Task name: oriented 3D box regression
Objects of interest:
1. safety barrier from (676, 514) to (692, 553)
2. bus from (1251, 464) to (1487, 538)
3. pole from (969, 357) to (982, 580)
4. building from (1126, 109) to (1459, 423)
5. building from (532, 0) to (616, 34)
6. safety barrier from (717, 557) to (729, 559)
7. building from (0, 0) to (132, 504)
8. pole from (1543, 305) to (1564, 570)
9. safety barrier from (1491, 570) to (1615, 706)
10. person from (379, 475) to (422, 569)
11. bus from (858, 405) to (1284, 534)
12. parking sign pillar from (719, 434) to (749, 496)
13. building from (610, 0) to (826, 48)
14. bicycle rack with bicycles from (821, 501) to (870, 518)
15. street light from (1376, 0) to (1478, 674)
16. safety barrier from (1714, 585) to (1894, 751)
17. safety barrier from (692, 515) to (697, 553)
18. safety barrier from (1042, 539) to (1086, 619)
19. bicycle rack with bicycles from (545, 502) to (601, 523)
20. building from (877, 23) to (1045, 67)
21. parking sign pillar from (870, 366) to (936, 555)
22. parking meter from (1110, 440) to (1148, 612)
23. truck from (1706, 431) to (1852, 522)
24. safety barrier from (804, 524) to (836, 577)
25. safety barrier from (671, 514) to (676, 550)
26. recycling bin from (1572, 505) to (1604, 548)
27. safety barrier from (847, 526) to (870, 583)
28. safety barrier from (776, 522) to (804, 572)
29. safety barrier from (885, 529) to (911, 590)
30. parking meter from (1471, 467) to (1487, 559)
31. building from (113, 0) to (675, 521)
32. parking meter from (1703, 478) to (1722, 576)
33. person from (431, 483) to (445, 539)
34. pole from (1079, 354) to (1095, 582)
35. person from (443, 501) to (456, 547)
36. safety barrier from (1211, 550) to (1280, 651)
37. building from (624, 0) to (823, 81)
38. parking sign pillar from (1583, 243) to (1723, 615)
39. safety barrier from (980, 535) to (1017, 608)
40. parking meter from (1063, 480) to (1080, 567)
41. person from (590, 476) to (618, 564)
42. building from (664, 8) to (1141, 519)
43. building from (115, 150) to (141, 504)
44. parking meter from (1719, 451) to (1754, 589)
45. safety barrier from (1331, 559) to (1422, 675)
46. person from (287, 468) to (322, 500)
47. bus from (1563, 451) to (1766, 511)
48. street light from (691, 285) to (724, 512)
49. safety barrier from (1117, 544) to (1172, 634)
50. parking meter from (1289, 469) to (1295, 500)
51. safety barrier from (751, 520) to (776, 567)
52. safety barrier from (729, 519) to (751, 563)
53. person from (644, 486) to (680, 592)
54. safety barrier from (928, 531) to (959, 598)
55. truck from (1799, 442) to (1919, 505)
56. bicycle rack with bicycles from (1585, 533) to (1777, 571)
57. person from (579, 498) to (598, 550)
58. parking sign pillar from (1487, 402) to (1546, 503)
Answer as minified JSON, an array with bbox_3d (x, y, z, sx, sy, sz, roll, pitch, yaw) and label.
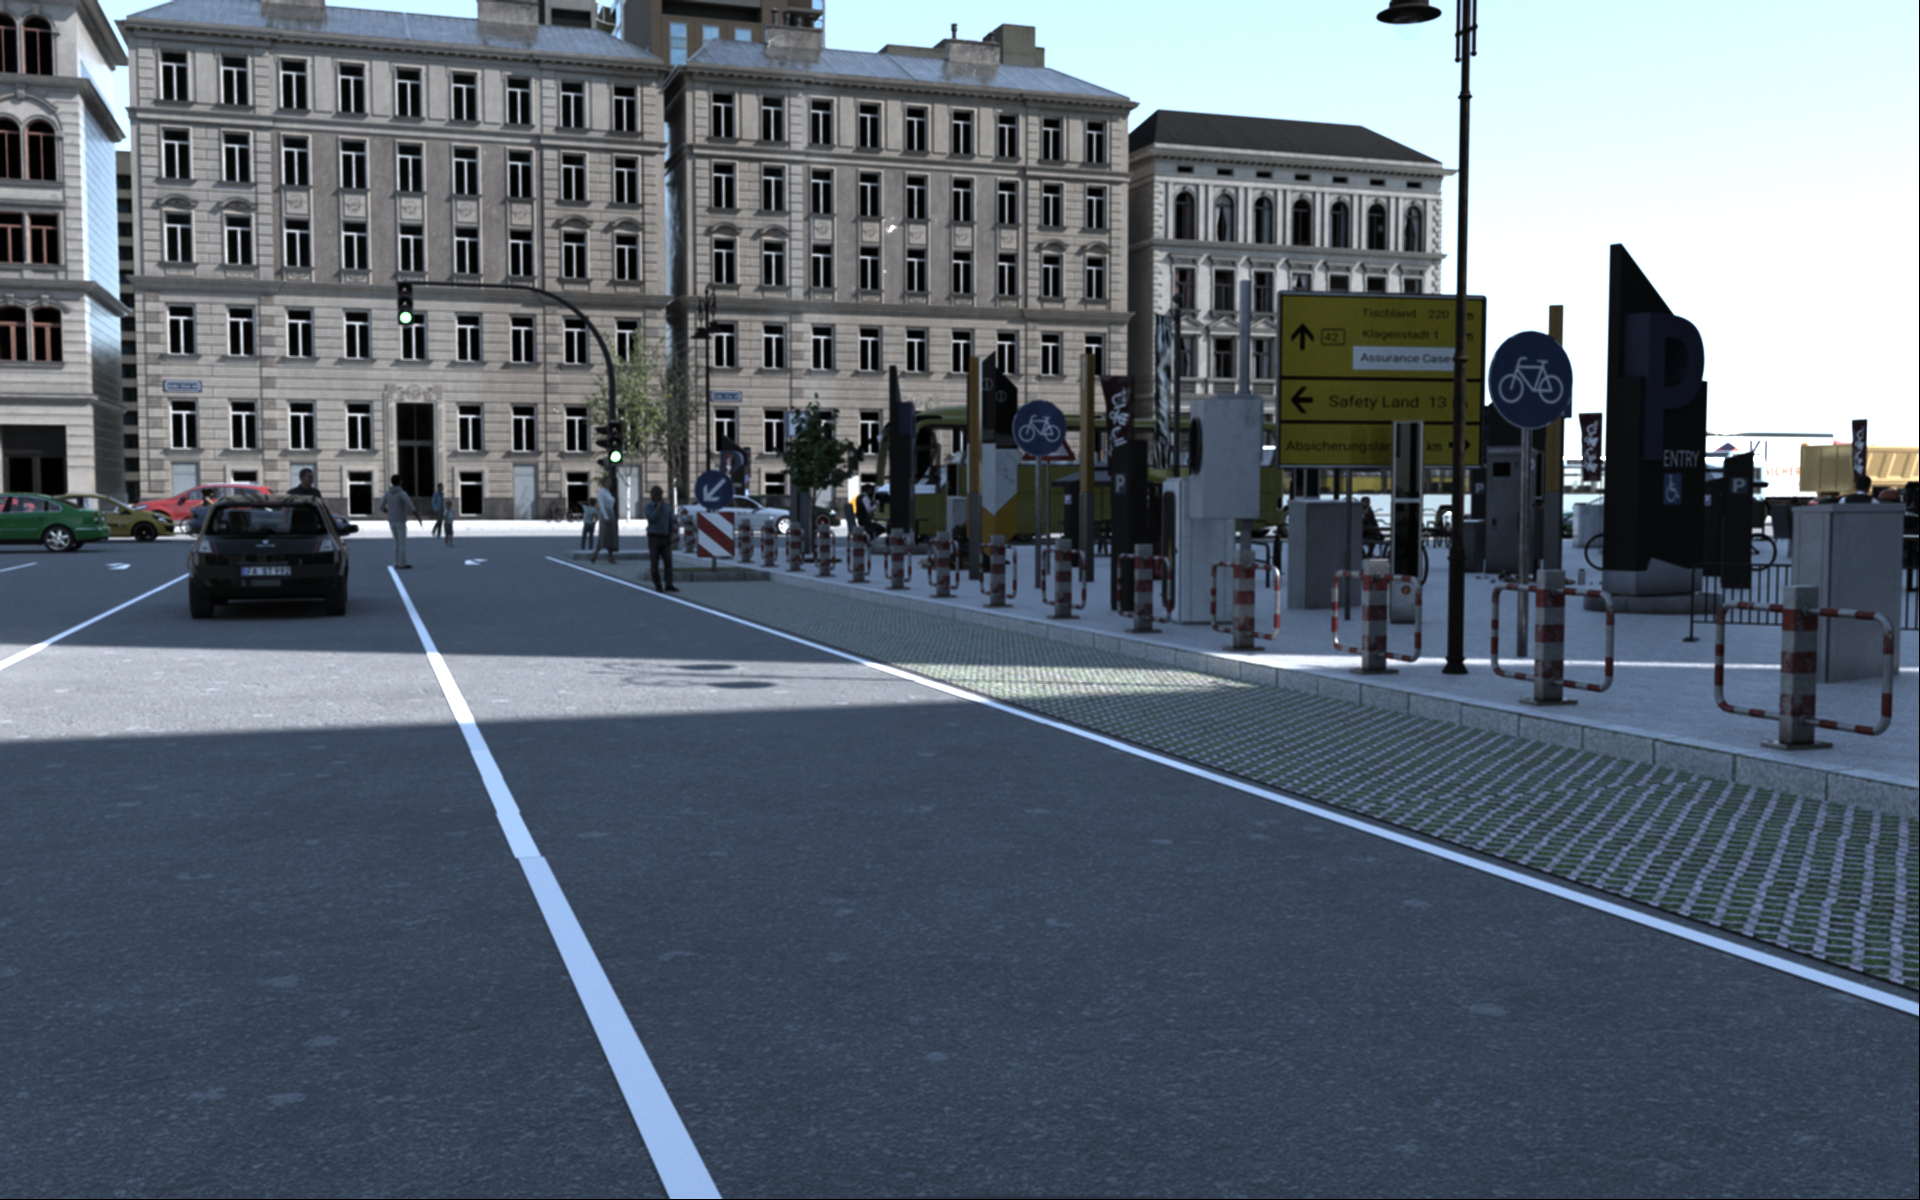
[{"bbox_3d":[-5.900,-1.438,37.792,0.300,0.817,1.120,-1,4,-19],"label":"safety barrier"},{"bbox_3d":[12.922,-3.846,57.737,13.247,3.499,2.948,-1,4,-21],"label":"bus"},{"bbox_3d":[0.235,-1.960,25.887,0.158,3.312,0.155,0,3,0],"label":"pole"},{"bbox_3d":[17.809,-16.762,102.935,19.941,23.489,11.050,-1,4,-19],"label":"building"},{"bbox_3d":[-57.762,-49.629,249.692,20.611,71.187,20.563,-1,4,-19],"label":"building"},{"bbox_3d":[-4.632,-1.217,34.168,0.300,0.817,1.120,-1,4,-19],"label":"safety barrier"},{"bbox_3d":[-51.641,-17.866,79.500,23.554,28.519,14.401,-1,4,-19],"label":"building"},{"bbox_3d":[6.433,-1.526,18.789,0.158,3.312,0.155,0,3,0],"label":"pole"},{"bbox_3d":[3.600,0.226,10.576,0.300,0.817,1.120,-1,4,-19],"label":"safety barrier"},{"bbox_3d":[-10.737,-1.509,33.318,0.875,1.805,0.789,1,4,18],"label":"person"},{"bbox_3d":[3.335,-3.551,49.599,12.252,3.916,2.896,-1,4,-21],"label":"bus"},{"bbox_3d":[-10.067,-5.427,77.206,1.447,3.967,1.447,1,4,22],"label":"parking sign pillar"},{"bbox_3d":[-25.115,-52.245,166.881,22.319,86.520,31.000,-1,4,-19],"label":"building"},{"bbox_3d":[-5.704,-4.366,84.767,2.852,0.926,2.925,1,4,14],"label":"bicycle rack with bicycles"},{"bbox_3d":[3.545,-2.412,12.226,0.468,5.910,1.993,-1,4,-19],"label":"street light"},{"bbox_3d":[4.239,0.338,8.753,0.300,0.817,1.120,-1,4,-19],"label":"safety barrier"},{"bbox_3d":[-5.266,-1.328,35.983,0.300,0.817,1.120,-1,4,-19],"label":"safety barrier"},{"bbox_3d":[1.065,-0.218,17.847,0.300,0.817,1.120,-1,4,-19],"label":"safety barrier"},{"bbox_3d":[-17.274,-3.999,78.763,2.852,0.926,2.925,-2,4,-34],"label":"bicycle rack with bicycles"},{"bbox_3d":[-0.554,-34.201,182.886,21.600,48.544,21.300,-1,4,-19],"label":"building"},{"bbox_3d":[-1.233,-2.971,37.040,1.447,3.967,1.447,0,4,4],"label":"parking sign pillar"},{"bbox_3d":[1.855,-0.815,19.036,0.255,1.863,0.399,-2,4,-30],"label":"parking meter"},{"bbox_3d":[37.762,-5.590,80.313,11.283,4.237,2.839,-1,4,-21],"label":"truck"},{"bbox_3d":[-2.103,-0.773,26.920,0.300,0.817,1.120,-1,4,-19],"label":"safety barrier"},{"bbox_3d":[-6.532,-1.549,39.602,0.300,0.817,1.120,-1,4,-19],"label":"safety barrier"},{"bbox_3d":[15.142,-1.774,41.553,0.722,1.027,0.722,0,4,8],"label":"recycling bin"},{"bbox_3d":[-1.470,-0.663,25.111,0.300,0.817,1.120,-1,4,-19],"label":"safety barrier"},{"bbox_3d":[-2.736,-0.884,28.730,0.300,0.817,1.120,-1,4,-19],"label":"safety barrier"},{"bbox_3d":[-0.839,-0.552,23.296,0.300,0.817,1.120,-1,4,-19],"label":"safety barrier"},{"bbox_3d":[10.341,-1.747,34.276,0.399,1.863,0.255,3,5,41],"label":"parking meter"},{"bbox_3d":[-27.904,-17.758,87.608,25.104,27.353,12.463,-1,4,-19],"label":"building"},{"bbox_3d":[11.789,-1.144,27.108,0.372,1.533,0.369,0,3,0],"label":"parking meter"},{"bbox_3d":[-16.698,-2.849,55.425,0.444,1.785,0.601,2,4,26],"label":"person"},{"bbox_3d":[1.853,-1.923,25.281,0.158,3.312,0.155,0,3,0],"label":"pole"},{"bbox_3d":[-13.882,-2.076,47.120,0.332,1.250,0.352,-1,4,-20],"label":"person"},{"bbox_3d":[2.331,0.004,14.213,0.300,0.817,1.120,-1,4,-19],"label":"safety barrier"},{"bbox_3d":[-20.119,-30.326,145.949,14.600,45.320,14.200,-1,4,-19],"label":"building"},{"bbox_3d":[7.649,-1.868,19.012,1.447,3.967,1.447,-3,4,-36],"label":"parking sign pillar"},{"bbox_3d":[0.428,-0.329,19.661,0.300,0.817,1.120,-1,4,-19],"label":"safety barrier"},{"bbox_3d":[2.020,-1.354,30.542,0.372,1.533,0.369,0,3,0],"label":"parking meter"},{"bbox_3d":[-7.275,-1.629,35.359,0.641,1.798,0.478,2,4,27],"label":"person"},{"bbox_3d":[-4.071,-18.256,95.752,25.104,27.353,12.463,-1,4,-19],"label":"building"},{"bbox_3d":[-118.560,-37.039,229.287,21.600,48.544,21.300,-1,4,-19],"label":"building"},{"bbox_3d":[10.550,-1.092,23.560,0.399,1.863,0.255,1,4,17],"label":"parking meter"},{"bbox_3d":[2.968,0.115,12.393,0.300,0.817,1.120,-1,4,-19],"label":"safety barrier"},{"bbox_3d":[-9.571,-1.019,25.285,0.598,1.807,0.434,-2,4,-30],"label":"person"},{"bbox_3d":[27.761,-4.784,73.071,13.247,3.499,2.948,-1,4,-19],"label":"bus"},{"bbox_3d":[-5.607,-4.021,38.526,0.468,5.910,1.993,-1,4,-19],"label":"street light"},{"bbox_3d":[1.698,-0.107,16.029,0.300,0.817,1.120,-1,4,-19],"label":"safety barrier"},{"bbox_3d":[5.950,-1.499,30.219,0.399,1.863,0.255,1,4,9],"label":"parking meter"},{"bbox_3d":[-3.366,-0.995,30.541,0.300,0.817,1.120,-1,4,-19],"label":"safety barrier"},{"bbox_3d":[-4.000,-1.105,32.350,0.300,0.817,1.120,-1,4,-19],"label":"safety barrier"},{"bbox_3d":[-4.360,-0.892,25.299,0.499,1.552,0.429,-1,4,-10],"label":"person"},{"bbox_3d":[-0.208,-0.441,21.486,0.300,0.817,1.120,-1,4,-19],"label":"safety barrier"},{"bbox_3d":[32.614,-3.761,57.420,9.791,3.379,3.469,-1,4,-18],"label":"truck"},{"bbox_3d":[12.298,-0.985,29.487,2.925,0.926,2.852,2,4,26],"label":"bicycle rack with bicycles"},{"bbox_3d":[-9.008,-1.801,41.861,0.435,1.345,0.340,-2,4,-31],"label":"person"},{"bbox_3d":[11.367,-2.853,35.123,1.447,3.967,1.447,1,4,16],"label":"parking sign pillar"}]
